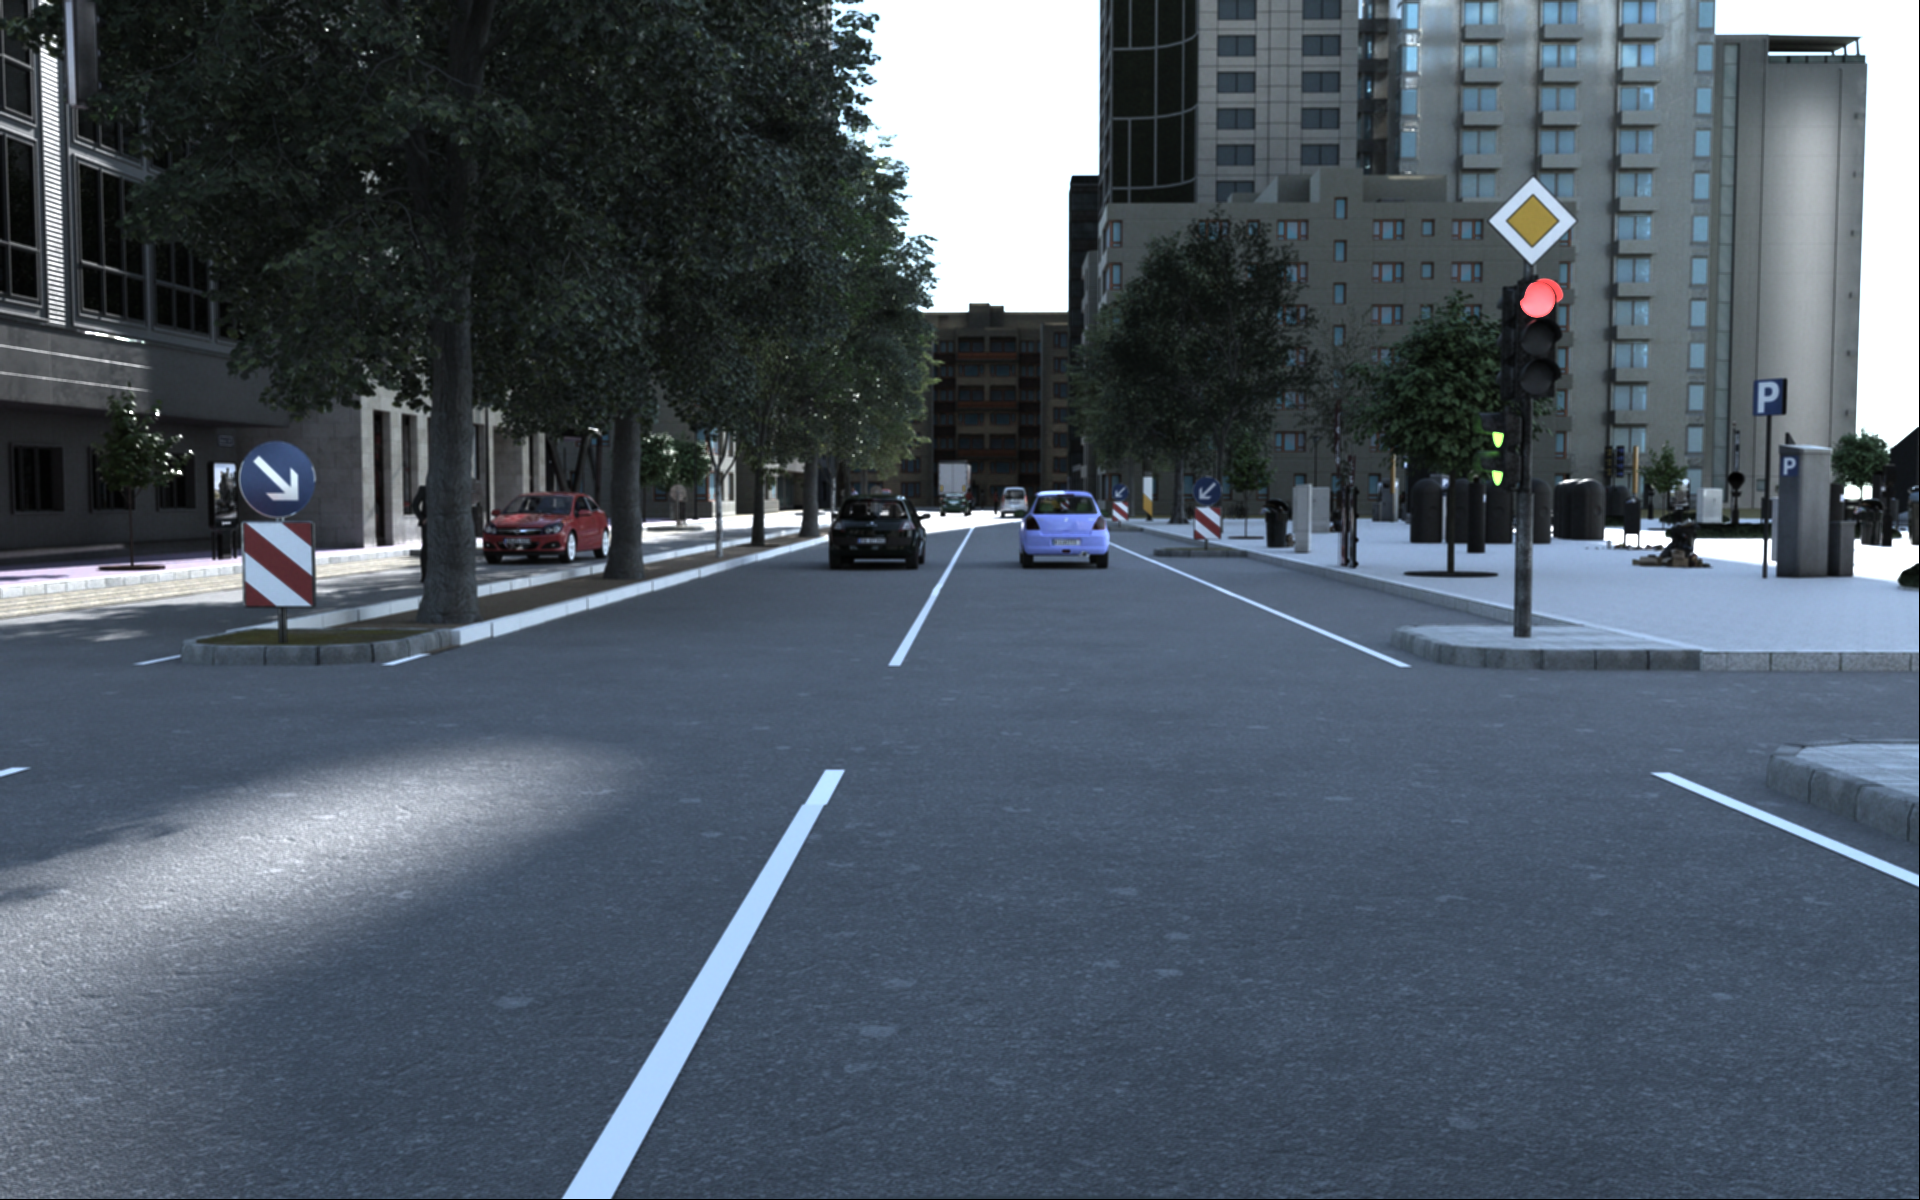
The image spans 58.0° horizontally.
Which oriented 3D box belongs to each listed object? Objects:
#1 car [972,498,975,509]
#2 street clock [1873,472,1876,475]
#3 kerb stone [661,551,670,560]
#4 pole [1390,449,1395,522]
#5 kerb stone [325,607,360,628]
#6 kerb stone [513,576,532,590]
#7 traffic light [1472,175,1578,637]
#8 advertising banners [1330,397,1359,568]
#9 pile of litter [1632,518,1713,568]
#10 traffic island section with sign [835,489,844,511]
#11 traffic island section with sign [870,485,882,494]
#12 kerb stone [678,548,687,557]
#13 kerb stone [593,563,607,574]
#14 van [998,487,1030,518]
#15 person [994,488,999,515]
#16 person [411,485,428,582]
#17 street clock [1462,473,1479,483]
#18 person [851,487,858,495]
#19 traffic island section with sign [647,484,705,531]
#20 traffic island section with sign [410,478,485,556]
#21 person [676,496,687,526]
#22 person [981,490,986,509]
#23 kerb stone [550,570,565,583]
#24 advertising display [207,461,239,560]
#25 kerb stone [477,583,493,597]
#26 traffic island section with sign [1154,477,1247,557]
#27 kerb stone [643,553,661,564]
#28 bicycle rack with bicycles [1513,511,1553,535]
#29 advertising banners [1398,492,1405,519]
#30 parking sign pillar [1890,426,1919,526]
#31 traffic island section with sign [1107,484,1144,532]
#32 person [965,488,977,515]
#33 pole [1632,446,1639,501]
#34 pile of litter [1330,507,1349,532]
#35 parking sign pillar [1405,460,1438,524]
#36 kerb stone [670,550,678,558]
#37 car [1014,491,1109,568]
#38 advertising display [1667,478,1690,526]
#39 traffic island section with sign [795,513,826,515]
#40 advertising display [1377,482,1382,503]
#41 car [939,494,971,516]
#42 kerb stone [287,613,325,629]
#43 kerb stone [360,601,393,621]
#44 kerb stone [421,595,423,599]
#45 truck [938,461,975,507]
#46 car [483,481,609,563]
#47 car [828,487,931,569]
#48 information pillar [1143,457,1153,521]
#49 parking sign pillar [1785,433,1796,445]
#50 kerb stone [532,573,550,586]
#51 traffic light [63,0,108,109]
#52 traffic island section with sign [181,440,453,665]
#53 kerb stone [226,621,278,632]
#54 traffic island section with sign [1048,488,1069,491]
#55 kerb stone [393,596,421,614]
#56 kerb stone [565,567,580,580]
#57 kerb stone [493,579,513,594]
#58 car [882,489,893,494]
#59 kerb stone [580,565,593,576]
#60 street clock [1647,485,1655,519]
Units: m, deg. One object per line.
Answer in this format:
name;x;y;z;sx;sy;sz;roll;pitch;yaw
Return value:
car;0.481;-9.293;164.294;2.083;1.381;4.827;0;4;1
street clock;28.429;-2.990;53.459;0.358;2.002;0.471;-2;4;-33
kerb stone;-6.472;-0.922;37.362;0.120;0.150;1.000;0;4;1
pole;19.733;-5.206;78.960;0.158;3.312;0.155;0;3;0
kerb stone;-6.813;0.202;18.890;0.120;0.150;1.000;0;4;1
kerb stone;-6.673;-0.235;26.074;0.120;0.150;1.000;0;4;1
traffic light;5.037;-1.623;15.456;0.839;4.253;0.868;0;4;1
advertising banners;6.853;-2.116;30.784;0.090;3.025;2.074;0;4;2
pile of litter;12.662;-1.028;30.780;1.176;0.858;1.719;0;4;3
traffic island section with sign;-9.648;-8.348;145.118;1.989;1.847;2.006;0;4;1
traffic island section with sign;-4.430;-5.041;90.556;2.006;1.907;1.989;0;4;1
kerb stone;-6.429;-1.054;39.426;0.120;0.150;1.000;0;4;1
kerb stone;-6.577;-0.551;31.204;0.120;0.150;1.000;0;4;1
van;3.324;-6.080;106.411;2.013;2.044;4.112;0;4;1
person;2.557;-6.914;121.485;0.705;1.831;1.348;0;4;-2
person;-8.576;-1.250;28.299;0.474;1.900;0.648;2;4;32
street clock;15.155;-2.867;51.443;0.471;2.002;0.358;-2;4;-31
person;-6.285;-5.663;100.956;0.599;1.838;0.709;-3;5;-41
traffic island section with sign;-11.071;-3.618;67.790;1.989;1.847;2.006;0;4;1
traffic island section with sign;-11.573;-1.949;40.488;1.989;1.847;2.006;0;4;1
person;-11.553;-3.829;71.653;0.519;1.759;0.362;1;4;17
person;2.168;-9.453;163.061;0.705;1.824;1.348;-1;4;-17
kerb stone;-6.641;-0.362;28.118;0.120;0.150;1.000;0;4;1
advertising display;-14.468;-1.762;34.024;0.123;1.923;0.974;0;4;4
kerb stone;-6.719;-0.111;24.030;0.120;0.150;1.000;0;4;1
traffic island section with sign;5.529;-1.929;40.163;1.989;1.847;2.006;0;4;1
kerb stone;-6.487;-0.865;36.338;0.120;0.150;1.000;0;4;1
bicycle rack with bicycles;18.109;-2.496;54.200;2.925;0.926;2.852;3;5;42
advertising banners;23.248;-5.646;88.501;2.074;3.025;0.090;2;4;26
parking sign pillar;37.848;-4.939;69.230;1.447;3.967;1.447;-1;4;-18
traffic island section with sign;6.040;-3.577;67.114;1.989;1.847;2.006;0;4;1
person;0.648;-6.608;116.475;0.705;1.831;1.348;-3;4;-36
pole;28.748;-4.887;73.743;0.158;3.312;0.155;0;3;0
pile of litter;12.582;-2.721;58.449;1.719;0.858;1.176;-1;4;-15
parking sign pillar;19.965;-5.269;74.613;1.447;3.967;1.447;3;4;38
kerb stone;-6.456;-0.990;38.388;0.120;0.150;1.000;0;4;1
car;2.051;-1.540;34.771;1.945;1.707;3.694;0;4;1
advertising display;28.974;-3.953;69.844;0.974;1.923;0.123;-1;4;-16
traffic island section with sign;-10.147;-6.686;117.944;1.989;1.847;2.006;0;4;1
advertising display;21.820;-5.175;89.825;0.123;1.923;0.974;0;4;0
car;-0.334;-6.180;112.842;2.131;1.459;4.920;0;4;2
kerb stone;-6.824;0.265;17.858;0.120;0.150;1.000;0;4;1
kerb stone;-6.784;0.146;19.915;0.120;0.150;1.000;0;4;1
kerb stone;-6.754;0.014;21.986;0.120;0.150;1.000;0;4;1
truck;-0.317;-9.943;151.485;2.839;4.237;11.283;0;4;3
car;-8.849;-1.722;37.196;2.155;1.783;4.494;0;4;3
car;-1.607;-1.509;34.451;2.009;1.686;4.222;0;4;1
information pillar;9.023;-5.613;83.119;0.504;3.616;0.183;-1;4;-20
parking sign pillar;36.914;-5.386;76.526;1.447;3.967;1.447;-3;5;-41
kerb stone;-6.647;-0.295;27.096;0.120;0.150;1.000;0;4;1
traffic light;-10.229;-2.513;15.756;4.771;5.953;1.251;0;4;1
traffic island section with sign;-5.810;-0.446;15.430;2.006;1.907;1.989;0;4;1
kerb stone;-6.854;0.335;16.837;0.120;0.150;1.000;0;4;1
traffic island section with sign;6.958;-6.647;117.306;1.989;1.847;2.006;0;4;1
kerb stone;-6.772;0.077;20.943;0.120;0.150;1.000;0;4;1
kerb stone;-6.621;-0.425;29.145;0.120;0.150;1.000;0;4;1
kerb stone;-6.699;-0.175;25.052;0.120;0.150;1.000;0;4;1
car;-6.116;-7.721;134.915;2.281;1.827;5.304;0;4;2
kerb stone;-6.612;-0.488;30.179;0.120;0.150;1.000;0;4;1
street clock;35.065;-5.095;87.875;0.471;2.002;0.358;-2;4;-34
